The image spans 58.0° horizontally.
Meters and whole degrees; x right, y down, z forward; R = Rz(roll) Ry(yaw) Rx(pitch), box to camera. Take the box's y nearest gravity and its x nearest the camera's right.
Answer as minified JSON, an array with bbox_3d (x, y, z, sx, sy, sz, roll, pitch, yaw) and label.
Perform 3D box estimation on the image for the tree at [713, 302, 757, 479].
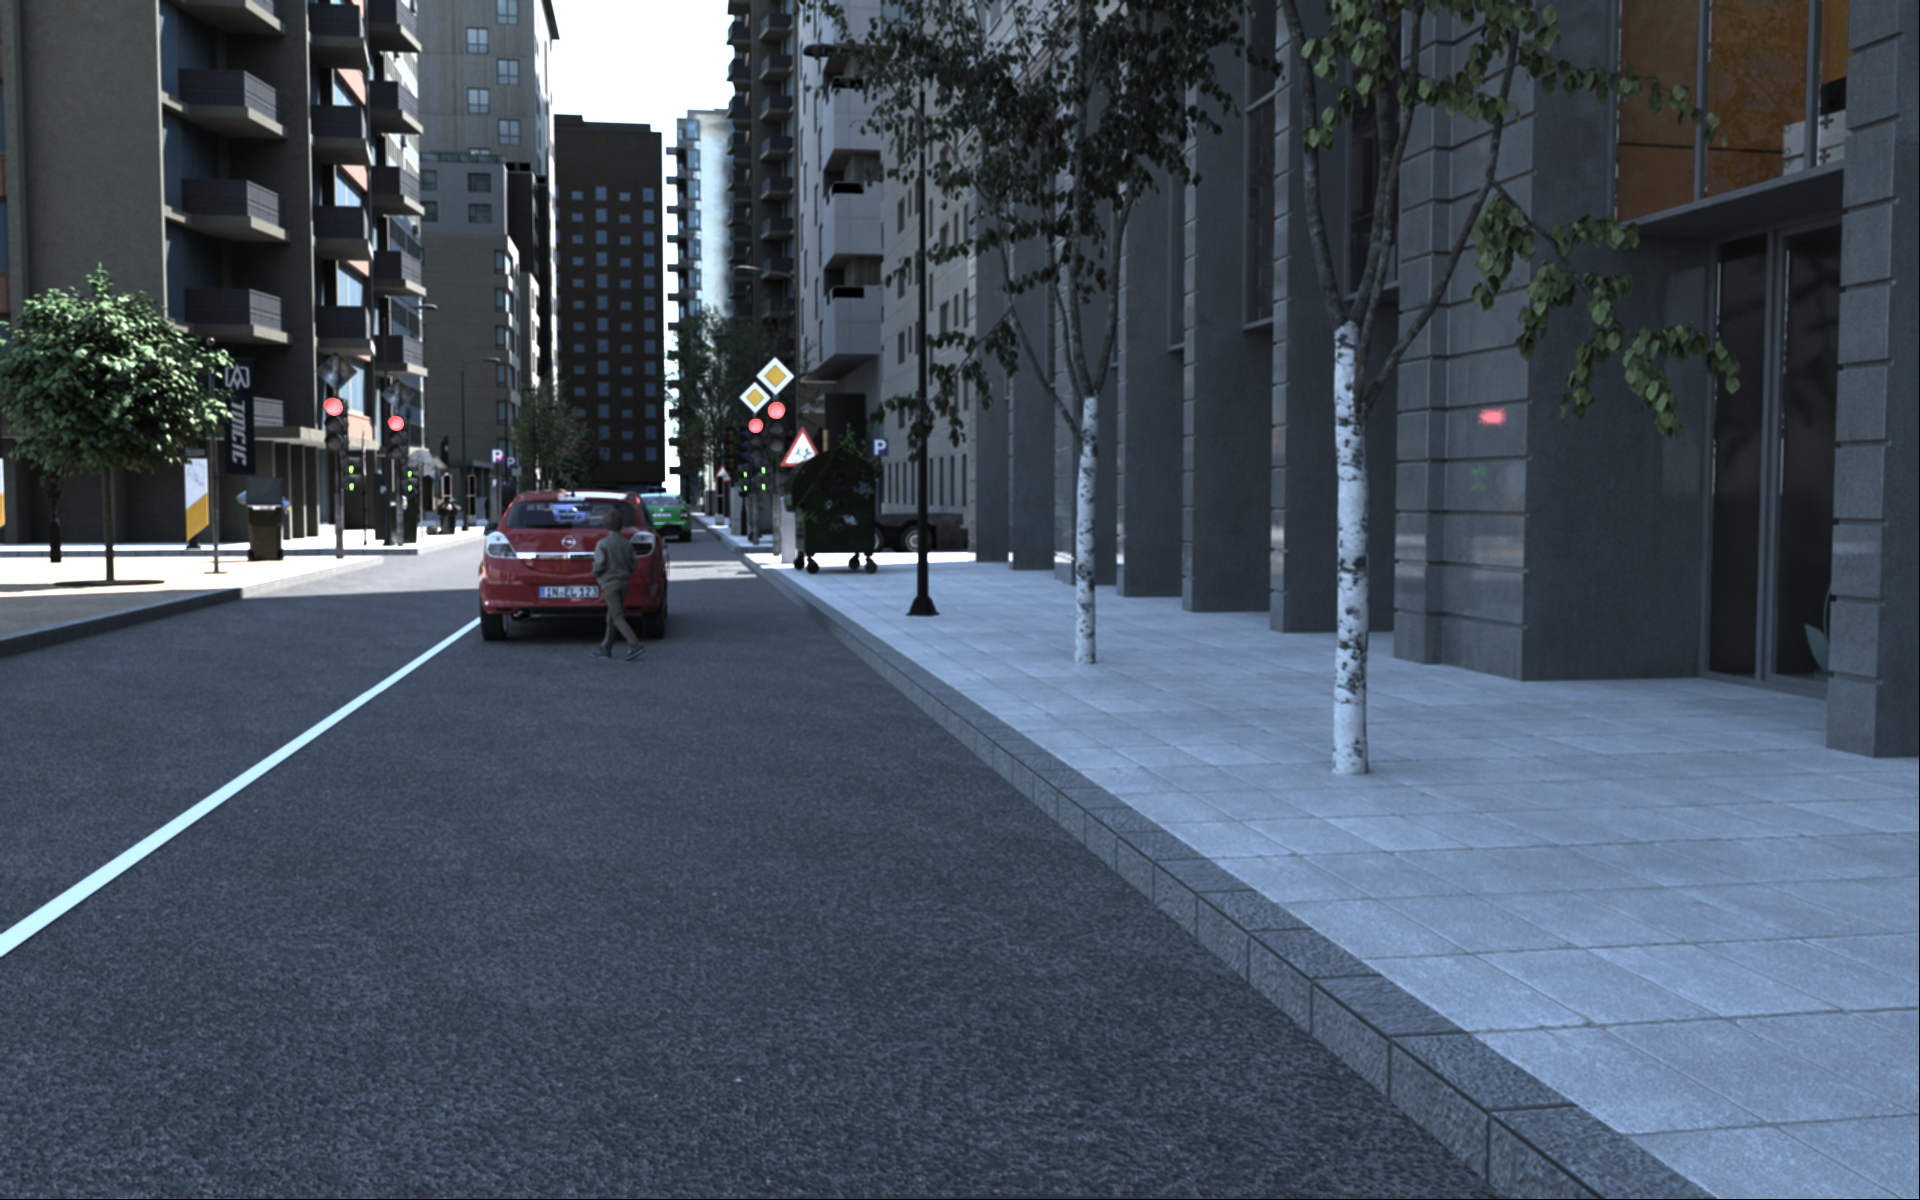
[{"bbox_3d":[-7.202,-6.913,63.390,4.360,8.622,3.978,0,3,0],"label":"tree"}]

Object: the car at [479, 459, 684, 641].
[{"bbox_3d":[-4.043,-0.580,18.528,2.155,1.783,4.494,-1,4,-9],"label":"car"}]

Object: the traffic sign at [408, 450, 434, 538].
[{"bbox_3d":[-15.565,-3.053,50.030,0.768,2.556,0.104,0,4,-1],"label":"traffic sign"}]

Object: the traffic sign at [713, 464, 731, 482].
[{"bbox_3d":[-10.141,-4.535,74.151,0.884,2.594,0.081,0,4,-8],"label":"traffic sign"}]

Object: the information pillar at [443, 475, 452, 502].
[{"bbox_3d":[-19.374,-3.730,65.480,0.304,2.012,0.304,-1,4,-14],"label":"information pillar"}]

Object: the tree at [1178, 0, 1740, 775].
[{"bbox_3d":[1.831,-3.494,7.493,4.737,8.622,4.395,0,3,0],"label":"tree"}]

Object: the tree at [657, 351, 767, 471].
[{"bbox_3d":[-15.550,-10.736,109.939,7.601,10.594,8.767,0,4,4],"label":"tree"}]

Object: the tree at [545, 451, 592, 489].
[{"bbox_3d":[-28.282,-8.632,124.846,4.285,4.588,4.351,0,3,0],"label":"tree"}]

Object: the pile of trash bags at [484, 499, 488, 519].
[{"bbox_3d":[-23.167,-4.781,87.921,1.912,1.369,3.447,-2,4,-23],"label":"pile of trash bags"}]

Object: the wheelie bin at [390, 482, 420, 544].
[{"bbox_3d":[-14.396,-2.260,44.852,0.693,1.594,0.980,-3,4,-37],"label":"wheelie bin"}]

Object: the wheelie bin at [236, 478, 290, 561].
[{"bbox_3d":[-13.432,-1.561,33.427,0.980,1.594,0.693,-1,4,-17],"label":"wheelie bin"}]

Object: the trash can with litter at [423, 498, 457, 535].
[{"bbox_3d":[-16.243,-2.611,54.071,1.055,1.170,0.624,1,4,10],"label":"trash can with litter"}]

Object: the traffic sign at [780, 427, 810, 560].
[{"bbox_3d":[-3.035,-2.048,33.495,0.884,2.594,0.081,0,4,-7],"label":"traffic sign"}]

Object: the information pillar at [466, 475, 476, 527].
[{"bbox_3d":[-19.186,-3.878,67.895,0.304,2.012,0.304,-3,5,-43],"label":"information pillar"}]

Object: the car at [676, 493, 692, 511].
[{"bbox_3d":[-14.558,-4.762,86.893,2.155,1.783,4.494,0,4,-8],"label":"car"}]

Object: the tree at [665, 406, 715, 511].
[{"bbox_3d":[-20.042,-11.098,131.813,4.737,8.622,4.395,0,3,0],"label":"tree"}]

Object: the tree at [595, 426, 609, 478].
[{"bbox_3d":[-37.308,-13.645,173.459,4.360,8.622,3.978,0,3,0],"label":"tree"}]

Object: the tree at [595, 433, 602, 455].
[{"bbox_3d":[-30.556,-11.380,136.430,4.737,8.622,4.395,0,3,0],"label":"tree"}]

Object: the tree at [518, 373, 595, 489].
[{"bbox_3d":[-24.718,-9.436,104.642,4.360,8.622,3.978,0,3,0],"label":"tree"}]

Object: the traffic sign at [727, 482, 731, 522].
[{"bbox_3d":[-10.700,-4.923,80.604,0.768,2.556,0.104,0,4,-8],"label":"traffic sign"}]

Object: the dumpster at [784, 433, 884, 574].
[{"bbox_3d":[-2.092,-1.594,28.556,1.502,2.255,1.985,-1,4,-10],"label":"dumpster"}]

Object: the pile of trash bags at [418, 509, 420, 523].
[{"bbox_3d":[-26.001,-4.159,77.745,3.447,1.369,1.912,-1,4,-20],"label":"pile of trash bags"}]

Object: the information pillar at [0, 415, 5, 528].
[{"bbox_3d":[-22.572,-2.995,40.319,0.504,3.616,0.183,-1,4,-20],"label":"information pillar"}]

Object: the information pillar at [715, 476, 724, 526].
[{"bbox_3d":[-9.742,-4.019,70.207,0.304,2.012,0.304,-1,4,-17],"label":"information pillar"}]

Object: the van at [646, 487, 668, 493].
[{"bbox_3d":[-25.722,-8.718,146.931,2.240,2.365,5.245,-1,4,-11],"label":"van"}]

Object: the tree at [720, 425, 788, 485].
[{"bbox_3d":[-9.167,-5.707,77.017,4.285,4.588,4.351,0,3,0],"label":"tree"}]

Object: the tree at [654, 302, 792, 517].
[{"bbox_3d":[-13.064,-10.376,95.401,9.928,11.665,9.643,0,3,0],"label":"tree"}]

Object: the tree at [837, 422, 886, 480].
[{"bbox_3d":[-3.069,-3.197,46.865,1.663,3.219,1.824,0,3,0],"label":"tree"}]

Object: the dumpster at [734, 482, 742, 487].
[{"bbox_3d":[-6.738,-3.102,56.472,1.264,1.857,1.865,-1,4,-10],"label":"dumpster"}]

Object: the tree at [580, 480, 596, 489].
[{"bbox_3d":[-39.760,-11.710,186.064,1.663,3.219,1.824,0,3,0],"label":"tree"}]

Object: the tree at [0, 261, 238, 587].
[{"bbox_3d":[-12.202,-2.501,24.599,4.285,4.588,4.351,0,3,0],"label":"tree"}]

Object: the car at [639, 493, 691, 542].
[{"bbox_3d":[-9.174,-2.696,52.879,1.959,1.807,4.718,-1,4,-11],"label":"car"}]

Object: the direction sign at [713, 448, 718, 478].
[{"bbox_3d":[-11.953,-5.756,86.111,0.379,3.537,0.876,2,4,34],"label":"direction sign"}]

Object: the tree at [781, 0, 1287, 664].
[{"bbox_3d":[0.862,-3.838,13.112,4.360,8.622,3.978,0,3,0],"label":"tree"}]

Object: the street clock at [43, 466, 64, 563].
[{"bbox_3d":[-16.876,-1.694,32.270,0.358,2.002,0.471,-2,4,-26],"label":"street clock"}]

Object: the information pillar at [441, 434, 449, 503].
[{"bbox_3d":[-20.141,-4.673,67.758,0.183,3.616,0.504,0,4,8],"label":"information pillar"}]

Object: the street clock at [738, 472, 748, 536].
[{"bbox_3d":[-6.649,-2.979,53.270,0.358,2.002,0.471,0,4,-7],"label":"street clock"}]

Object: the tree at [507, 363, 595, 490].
[{"bbox_3d":[-23.675,-9.045,98.250,4.737,8.622,4.395,0,3,0],"label":"tree"}]

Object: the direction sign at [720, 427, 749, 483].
[{"bbox_3d":[-7.530,-4.072,58.571,0.876,3.537,0.379,-2,4,-31],"label":"direction sign"}]

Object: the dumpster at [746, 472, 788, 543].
[{"bbox_3d":[-5.012,-2.465,46.063,1.264,1.857,1.865,-1,4,-10],"label":"dumpster"}]

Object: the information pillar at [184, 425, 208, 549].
[{"bbox_3d":[-17.819,-2.997,40.354,0.504,3.616,0.183,-1,4,-16],"label":"information pillar"}]

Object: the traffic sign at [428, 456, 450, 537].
[{"bbox_3d":[-15.794,-3.124,52.266,0.795,2.450,0.064,0,4,-7],"label":"traffic sign"}]
